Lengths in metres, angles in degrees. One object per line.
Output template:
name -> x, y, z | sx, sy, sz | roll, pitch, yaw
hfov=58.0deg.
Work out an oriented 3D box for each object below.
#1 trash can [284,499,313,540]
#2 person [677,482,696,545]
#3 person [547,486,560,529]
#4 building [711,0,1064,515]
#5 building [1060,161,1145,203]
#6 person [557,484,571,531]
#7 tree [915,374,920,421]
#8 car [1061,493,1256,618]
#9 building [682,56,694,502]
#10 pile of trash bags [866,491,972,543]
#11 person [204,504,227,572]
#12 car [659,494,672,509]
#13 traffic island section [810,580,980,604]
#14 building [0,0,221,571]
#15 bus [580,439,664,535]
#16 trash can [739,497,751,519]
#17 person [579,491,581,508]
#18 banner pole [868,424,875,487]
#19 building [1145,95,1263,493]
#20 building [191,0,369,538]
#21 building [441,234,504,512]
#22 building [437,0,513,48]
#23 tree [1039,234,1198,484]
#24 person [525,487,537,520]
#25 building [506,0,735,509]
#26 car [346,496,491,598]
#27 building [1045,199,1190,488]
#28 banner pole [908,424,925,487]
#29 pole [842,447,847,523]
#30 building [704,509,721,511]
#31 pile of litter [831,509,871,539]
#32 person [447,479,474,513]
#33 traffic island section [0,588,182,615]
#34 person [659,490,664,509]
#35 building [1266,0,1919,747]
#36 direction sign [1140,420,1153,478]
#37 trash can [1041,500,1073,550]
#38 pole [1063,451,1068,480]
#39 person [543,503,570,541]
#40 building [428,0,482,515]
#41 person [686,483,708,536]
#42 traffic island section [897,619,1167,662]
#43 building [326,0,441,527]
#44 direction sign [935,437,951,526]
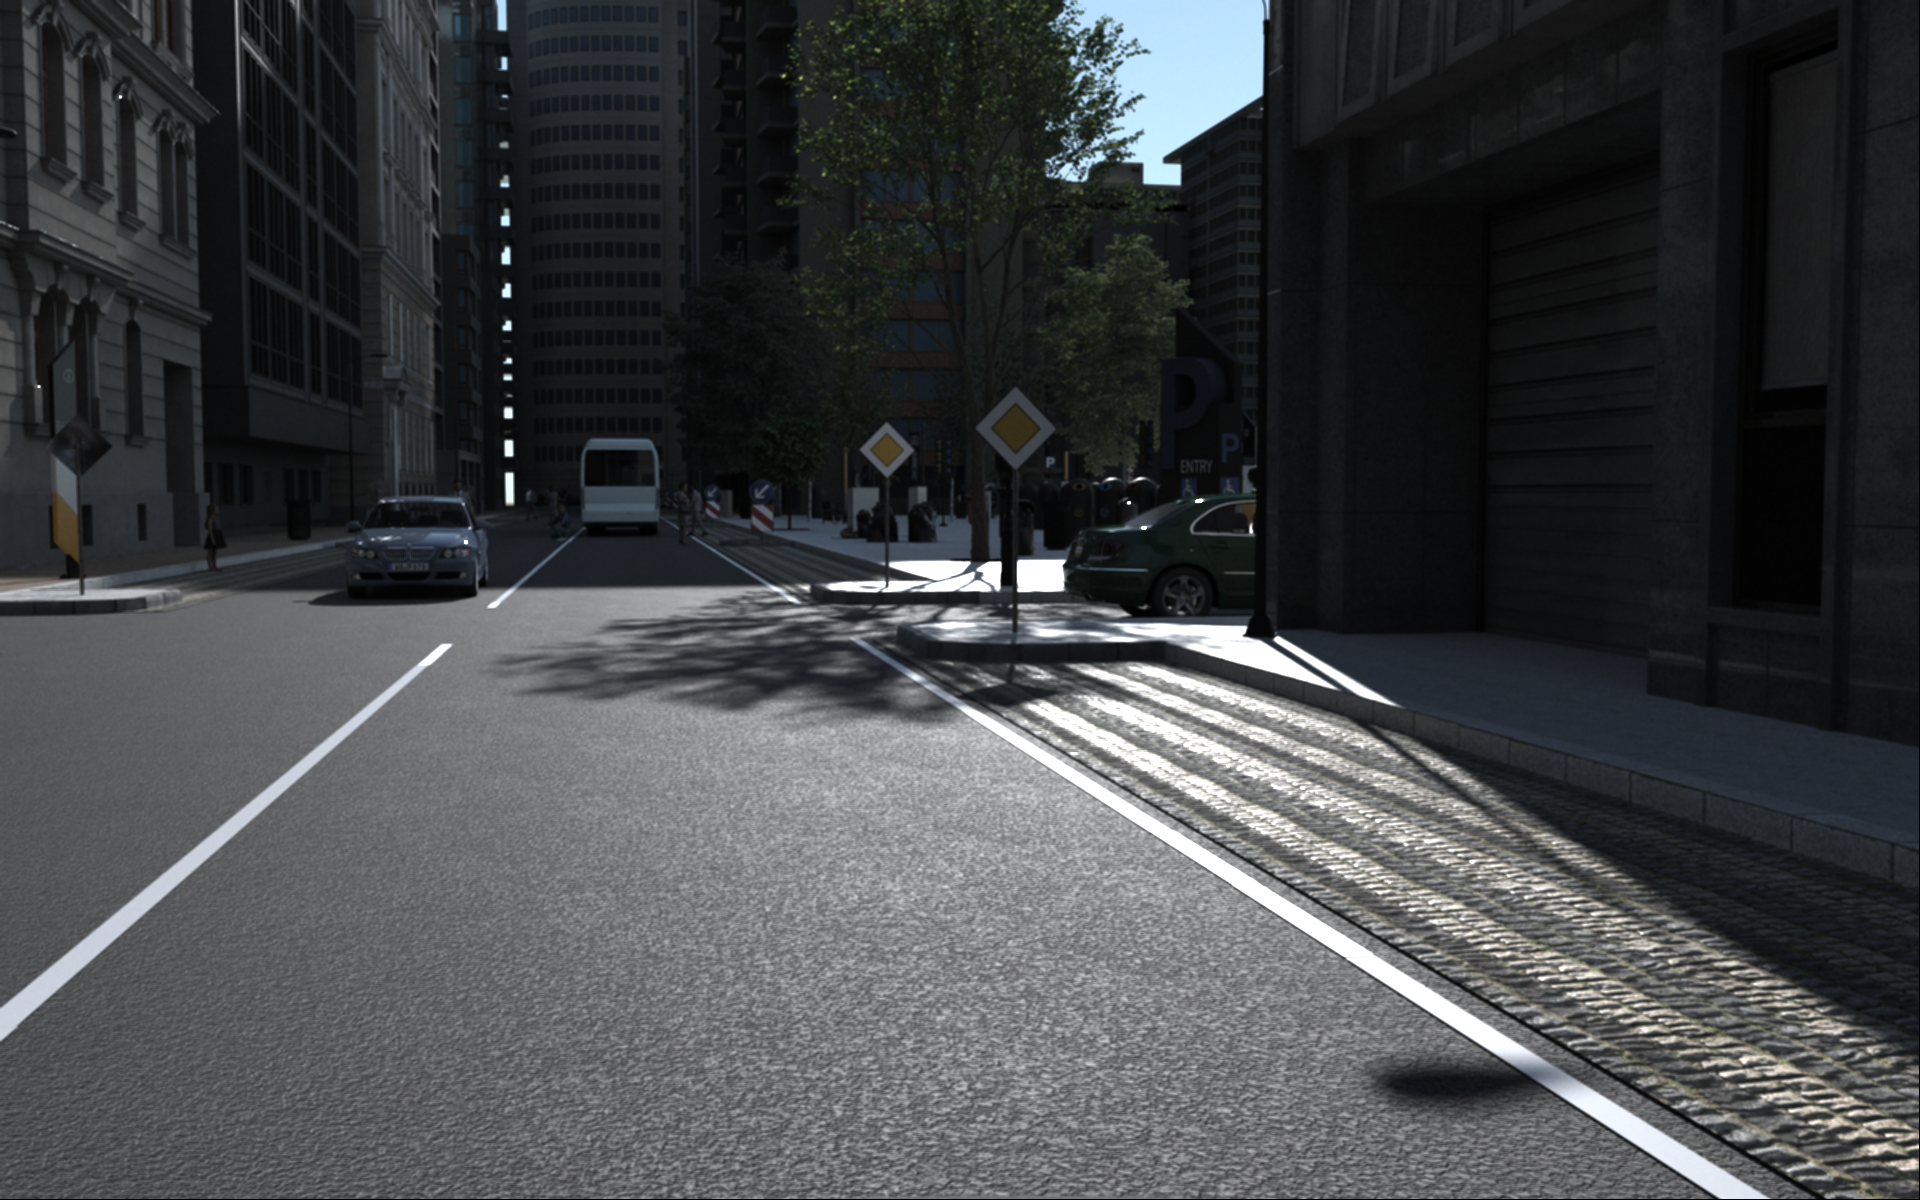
trash can -> -18.445, -2.243, 48.327 | 0.748, 1.137, 0.748 | 0, 3, 0
person -> -7.708, -2.436, 48.689 | 0.532, 1.782, 0.716 | 0, 4, 3
person -> -16.768, -3.852, 71.845 | 0.716, 1.782, 0.532 | 0, 4, -3
building -> -5.474, -28.375, 118.554 | 22.147, 44.769, 28.867 | -1, 4, -11
building -> 18.760, -31.403, 205.321 | 23.993, 40.220, 32.217 | -1, 4, -11
person -> -15.389, -3.608, 67.463 | 0.580, 1.828, 0.573 | 1, 4, 10
tree -> -0.284, -8.041, 81.830 | 4.360, 8.622, 3.978 | 0, 3, 0
car -> 3.622, -0.486, 19.743 | 4.920, 1.459, 2.131 | -1, 4, -9
building -> -19.503, -29.557, 166.848 | 14.154, 41.232, 14.086 | -1, 4, -11
pile of trash bags -> -0.897, -2.247, 46.485 | 3.447, 1.369, 1.912 | 1, 4, 15
person -> -13.710, -1.145, 31.897 | 0.373, 1.253, 0.362 | 1, 4, 9
car -> -27.610, -9.273, 160.411 | 1.959, 1.807, 4.718 | -1, 4, -11
traffic island section -> -0.989, -0.106, 24.007 | 2.009, 0.180, 2.903 | -1, 4, -11
building -> -22.812, -14.874, 30.586 | 14.401, 28.519, 23.554 | -1, 4, -11
bus -> -12.419, -4.230, 64.017 | 2.948, 3.499, 13.247 | -1, 4, -10
trash can -> -11.208, -4.822, 90.489 | 0.748, 1.137, 0.748 | 0, 3, 0
person -> -32.346, -8.511, 148.435 | 0.721, 1.735, 1.217 | -2, 4, -30
banner pole -> -3.152, -4.391, 61.816 | 0.401, 3.779, 0.863 | -1, 4, -20
building -> 34.432, -29.126, 168.098 | 23.993, 40.220, 32.217 | -1, 4, -11
building -> -27.700, -15.938, 54.092 | 14.314, 27.812, 24.014 | -1, 4, -11
building -> -48.985, -17.267, 127.347 | 27.650, 21.520, 28.899 | -1, 4, -11
building -> -55.646, -32.721, 154.600 | 30.456, 49.044, 23.786 | -1, 4, -11
tree -> 7.259, -9.626, 75.511 | 7.486, 12.596, 7.792 | 0, 3, 0
person -> -23.583, -5.301, 95.277 | 0.850, 1.850, 0.679 | 3, 4, 38
building -> -34.544, -39.602, 189.484 | 28.212, 58.520, 21.231 | -1, 4, -11
car -> -7.947, -0.831, 25.585 | 2.014, 1.417, 4.499 | -1, 4, -13
building -> 14.072, -24.564, 173.329 | 14.107, 30.474, 14.160 | -1, 4, -11
banner pole -> -1.501, -4.389, 61.776 | 0.863, 3.779, 0.401 | 3, 4, 36
pole -> -5.033, -5.006, 75.684 | 0.158, 3.312, 0.155 | 0, 3, 0
building -> -12.080, -36.939, 145.946 | 21.231, 58.520, 28.212 | -1, 4, -11
pile of litter -> -2.956, -2.217, 50.216 | 1.719, 0.858, 1.176 | -1, 4, -20
person -> -11.813, -1.959, 40.802 | 0.678, 1.792, 0.850 | -1, 4, -19
traffic island section -> -11.192, 0.015, 22.041 | 2.009, 0.180, 2.903 | -1, 4, -11
person -> -28.402, -9.527, 164.136 | 0.709, 1.838, 0.599 | 2, 4, 33
building -> 10.706, -11.581, 7.373 | 12.078, 24.808, 19.932 | -1, 4, -11
direction sign -> 5.731, -3.752, 53.334 | 0.379, 3.537, 0.876 | -1, 4, -20
trash can -> 2.230, -1.727, 39.890 | 0.748, 1.137, 0.748 | 0, 3, 0
pole -> 5.023, -5.415, 82.375 | 0.158, 3.312, 0.155 | 0, 3, 0
person -> -12.257, -2.383, 52.955 | 0.738, 1.151, 1.012 | -2, 4, -29
building -> -39.693, -40.602, 102.098 | 20.563, 71.187, 20.611 | -1, 4, -11
person -> -8.933, -3.050, 58.639 | 0.850, 1.792, 0.678 | 1, 4, 10
traffic island section -> 0.531, 0.374, 16.168 | 2.009, 0.180, 2.903 | -1, 4, -11
building -> -30.583, -17.739, 75.940 | 13.634, 28.700, 20.117 | -1, 4, -11
direction sign -> -0.669, -4.731, 69.342 | 0.379, 3.537, 0.876 | 3, 5, 44
